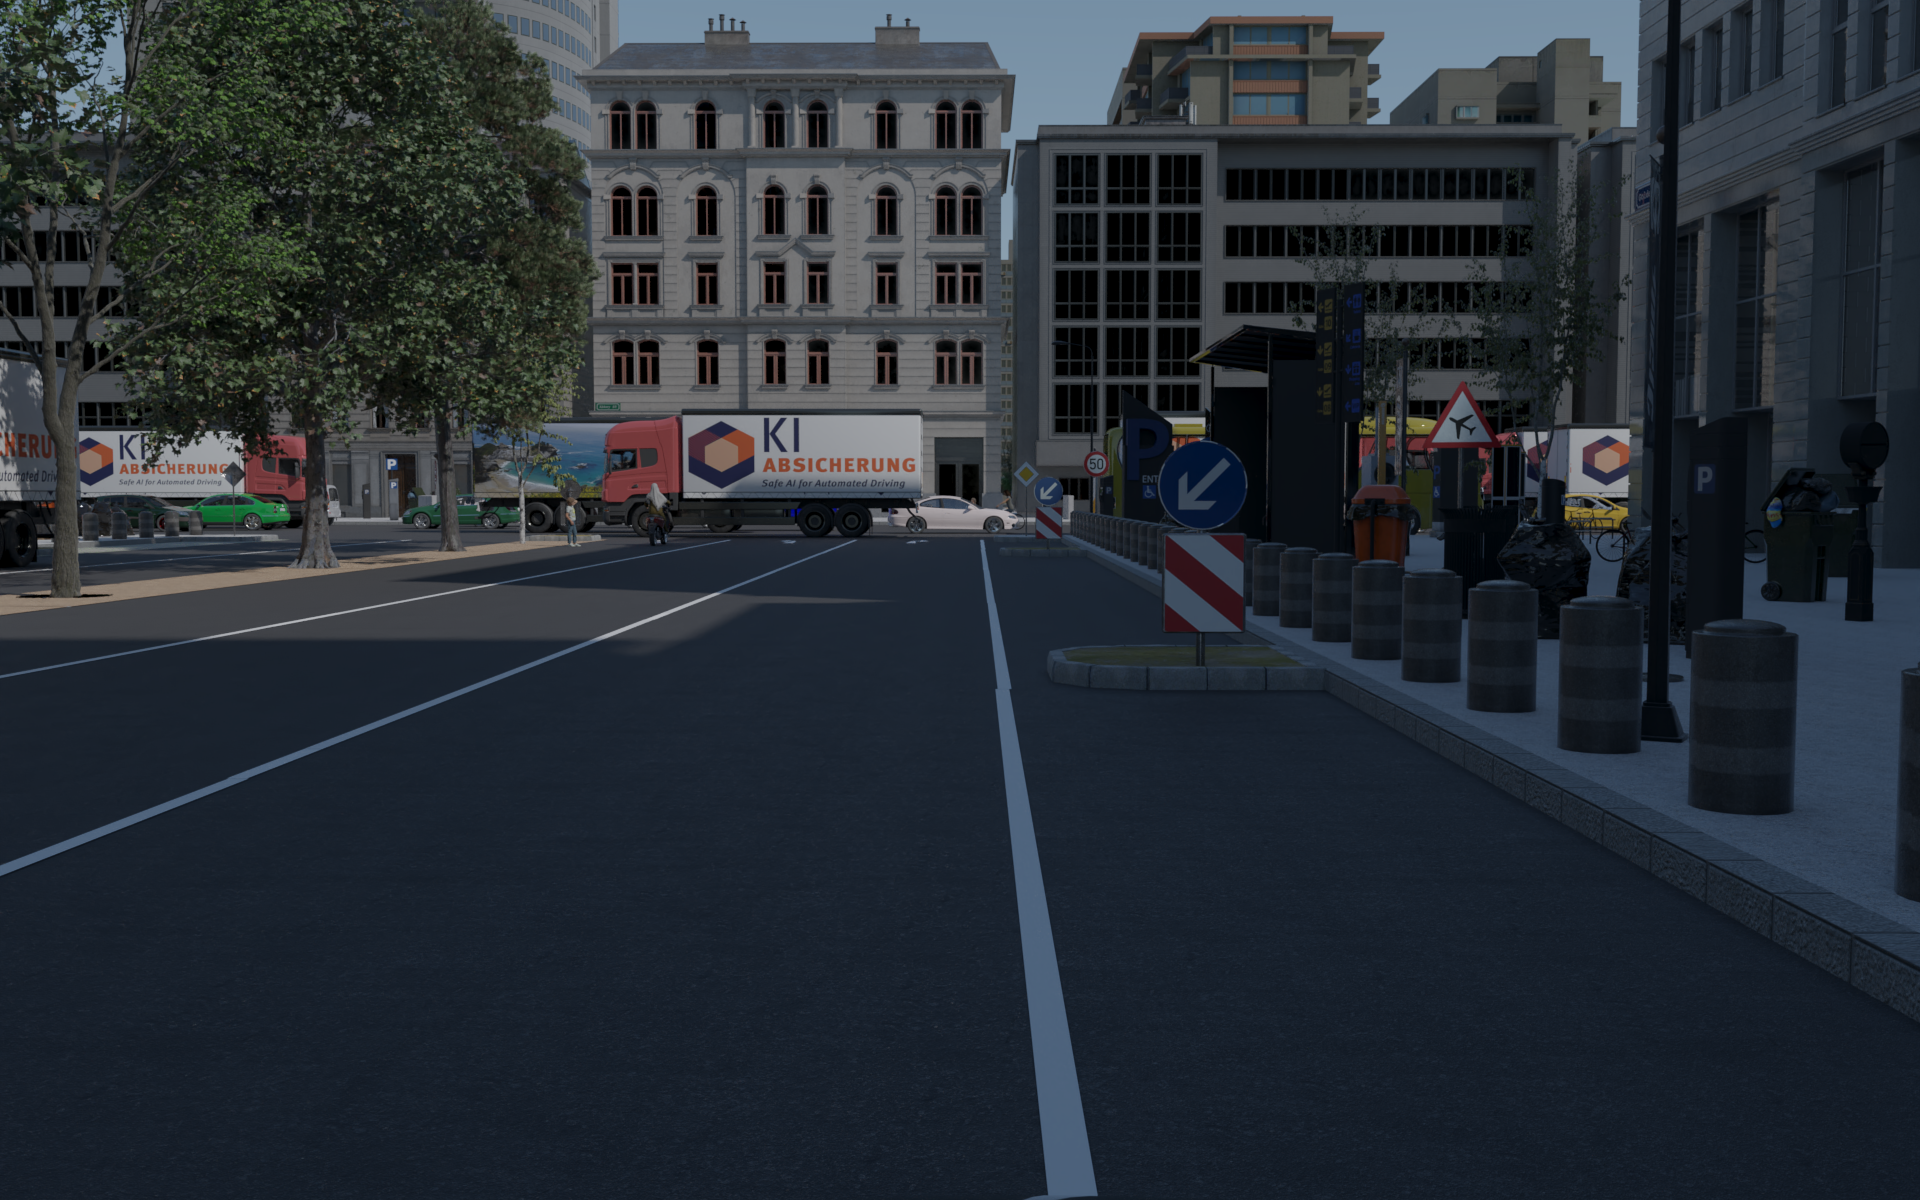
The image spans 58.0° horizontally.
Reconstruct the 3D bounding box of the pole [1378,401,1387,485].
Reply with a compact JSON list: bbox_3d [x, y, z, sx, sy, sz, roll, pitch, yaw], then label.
[{"bbox_3d":[9.250,-2.701,38.002,0.158,3.312,0.155,0,3,0],"label":"pole"}]

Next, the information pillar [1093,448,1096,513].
[{"bbox_3d":[6.846,-5.880,87.486,0.183,3.616,0.504,-1,4,-13],"label":"information pillar"}]

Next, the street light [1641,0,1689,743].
[{"bbox_3d":[3.119,-2.226,8.932,1.470,5.913,1.316,0,4,0],"label":"street light"}]

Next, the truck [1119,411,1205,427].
[{"bbox_3d":[11.193,-4.328,59.675,11.283,4.237,2.839,0,4,1],"label":"truck"}]

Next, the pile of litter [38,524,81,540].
[{"bbox_3d":[-25.712,-2.136,48.883,1.719,0.858,1.176,-1,4,-18],"label":"pile of litter"}]

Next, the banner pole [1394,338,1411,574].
[{"bbox_3d":[7.163,-2.332,28.152,0.401,3.779,0.863,0,4,1],"label":"banner pole"}]

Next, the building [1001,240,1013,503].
[{"bbox_3d":[10.132,-35.195,267.321,23.993,40.220,32.217,0,4,0],"label":"building"}]

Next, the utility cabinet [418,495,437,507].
[{"bbox_3d":[-25.093,-4.309,81.611,1.020,1.237,0.306,3,4,36],"label":"utility cabinet"}]

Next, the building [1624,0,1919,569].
[{"bbox_3d":[21.374,-15.213,26.227,11.434,29.767,29.804,0,4,0],"label":"building"}]

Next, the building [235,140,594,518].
[{"bbox_3d":[-30.048,-15.175,97.258,18.267,20.994,9.793,0,4,0],"label":"building"}]

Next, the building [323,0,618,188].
[{"bbox_3d":[-44.719,-37.799,160.009,21.231,58.520,28.212,0,4,0],"label":"building"}]

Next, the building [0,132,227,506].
[{"bbox_3d":[-55.182,-17.204,100.348,30.058,24.678,14.314,0,4,0],"label":"building"}]

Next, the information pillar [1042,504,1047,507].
[{"bbox_3d":[4.189,-4.886,84.373,0.304,2.012,0.304,1,4,20],"label":"information pillar"}]

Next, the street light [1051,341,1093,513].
[{"bbox_3d":[3.469,-4.904,52.720,1.470,5.913,1.316,0,4,0],"label":"street light"}]

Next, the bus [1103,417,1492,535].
[{"bbox_3d":[10.807,-3.933,55.849,12.252,3.916,2.896,0,4,1],"label":"bus"}]

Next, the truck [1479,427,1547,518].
[{"bbox_3d":[25.619,-5.157,73.237,11.283,4.237,2.839,0,4,0],"label":"truck"}]

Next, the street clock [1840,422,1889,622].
[{"bbox_3d":[9.089,-0.788,17.449,0.471,2.002,0.358,-2,4,-28],"label":"street clock"}]

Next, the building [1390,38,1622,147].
[{"bbox_3d":[59.806,-34.613,189.624,21.600,48.544,21.300,0,4,0],"label":"building"}]

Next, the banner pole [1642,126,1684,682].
[{"bbox_3d":[4.677,-1.324,11.668,0.401,3.779,0.863,2,4,30],"label":"banner pole"}]

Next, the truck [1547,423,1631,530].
[{"bbox_3d":[29.687,-4.957,69.963,11.283,4.237,2.839,0,4,0],"label":"truck"}]

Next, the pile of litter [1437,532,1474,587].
[{"bbox_3d":[6.862,-0.583,23.498,1.176,0.858,1.719,-2,4,-35],"label":"pile of litter"}]

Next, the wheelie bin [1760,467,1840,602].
[{"bbox_3d":[10.075,-0.786,20.756,0.980,1.594,0.693,-3,4,-39],"label":"wheelie bin"}]

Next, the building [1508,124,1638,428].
[{"bbox_3d":[48.888,-17.116,98.921,30.058,24.678,14.314,0,4,0],"label":"building"}]

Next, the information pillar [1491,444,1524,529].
[{"bbox_3d":[8.130,-1.304,25.812,0.304,2.012,0.304,-2,4,-24],"label":"information pillar"}]

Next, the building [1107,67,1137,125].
[{"bbox_3d":[27.426,-34.600,189.404,21.300,48.544,21.600,0,4,0],"label":"building"}]

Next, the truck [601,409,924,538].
[{"bbox_3d":[-6.866,-4.226,58.003,11.283,4.237,2.839,0,4,0],"label":"truck"}]

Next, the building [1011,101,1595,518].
[{"bbox_3d":[18.043,-17.083,98.379,30.058,24.678,14.314,0,4,0],"label":"building"}]

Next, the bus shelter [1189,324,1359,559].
[{"bbox_3d":[4.814,-2.191,27.108,1.731,3.624,6.357,0,4,1],"label":"bus shelter"}]

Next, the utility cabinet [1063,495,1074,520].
[{"bbox_3d":[5.489,-4.681,87.691,0.306,1.237,1.020,-1,4,-12],"label":"utility cabinet"}]

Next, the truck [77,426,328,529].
[{"bbox_3d":[-31.705,-5.103,72.348,11.283,4.237,2.839,0,4,1],"label":"truck"}]

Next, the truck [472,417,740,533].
[{"bbox_3d":[-12.229,-4.623,64.495,11.283,4.237,2.839,0,4,-1],"label":"truck"}]

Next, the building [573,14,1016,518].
[{"bbox_3d":[-8.754,-19.082,99.383,23.554,28.519,14.401,0,4,0],"label":"building"}]

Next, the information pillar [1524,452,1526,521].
[{"bbox_3d":[9.557,-1.558,29.960,0.304,2.012,0.304,-3,4,-38],"label":"information pillar"}]

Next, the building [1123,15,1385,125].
[{"bbox_3d":[26.940,-31.175,164.335,22.147,44.769,28.867,0,4,0],"label":"building"}]

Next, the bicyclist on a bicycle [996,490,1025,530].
[{"bbox_3d":[1.808,-3.638,69.495,1.625,1.676,1.499,0,4,2],"label":"bicyclist on a bicycle"}]

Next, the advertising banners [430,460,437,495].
[{"bbox_3d":[-27.475,-5.764,90.422,0.090,3.025,2.074,-2,4,-24],"label":"advertising banners"}]

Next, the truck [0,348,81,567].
[{"bbox_3d":[-19.446,-2.547,30.551,2.839,4.237,11.283,0,4,-1],"label":"truck"}]

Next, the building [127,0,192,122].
[{"bbox_3d":[-75.818,-45.982,190.061,20.611,71.187,20.563,0,4,0],"label":"building"}]

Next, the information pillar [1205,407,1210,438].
[{"bbox_3d":[6.824,-3.389,46.757,0.504,3.616,0.183,2,4,32],"label":"information pillar"}]

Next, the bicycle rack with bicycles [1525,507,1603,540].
[{"bbox_3d":[14.771,-1.893,44.330,2.852,0.926,2.925,3,5,39],"label":"bicycle rack with bicycles"}]

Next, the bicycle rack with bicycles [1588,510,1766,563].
[{"bbox_3d":[13.839,-1.189,32.815,2.925,0.926,2.852,2,4,34],"label":"bicycle rack with bicycles"}]
